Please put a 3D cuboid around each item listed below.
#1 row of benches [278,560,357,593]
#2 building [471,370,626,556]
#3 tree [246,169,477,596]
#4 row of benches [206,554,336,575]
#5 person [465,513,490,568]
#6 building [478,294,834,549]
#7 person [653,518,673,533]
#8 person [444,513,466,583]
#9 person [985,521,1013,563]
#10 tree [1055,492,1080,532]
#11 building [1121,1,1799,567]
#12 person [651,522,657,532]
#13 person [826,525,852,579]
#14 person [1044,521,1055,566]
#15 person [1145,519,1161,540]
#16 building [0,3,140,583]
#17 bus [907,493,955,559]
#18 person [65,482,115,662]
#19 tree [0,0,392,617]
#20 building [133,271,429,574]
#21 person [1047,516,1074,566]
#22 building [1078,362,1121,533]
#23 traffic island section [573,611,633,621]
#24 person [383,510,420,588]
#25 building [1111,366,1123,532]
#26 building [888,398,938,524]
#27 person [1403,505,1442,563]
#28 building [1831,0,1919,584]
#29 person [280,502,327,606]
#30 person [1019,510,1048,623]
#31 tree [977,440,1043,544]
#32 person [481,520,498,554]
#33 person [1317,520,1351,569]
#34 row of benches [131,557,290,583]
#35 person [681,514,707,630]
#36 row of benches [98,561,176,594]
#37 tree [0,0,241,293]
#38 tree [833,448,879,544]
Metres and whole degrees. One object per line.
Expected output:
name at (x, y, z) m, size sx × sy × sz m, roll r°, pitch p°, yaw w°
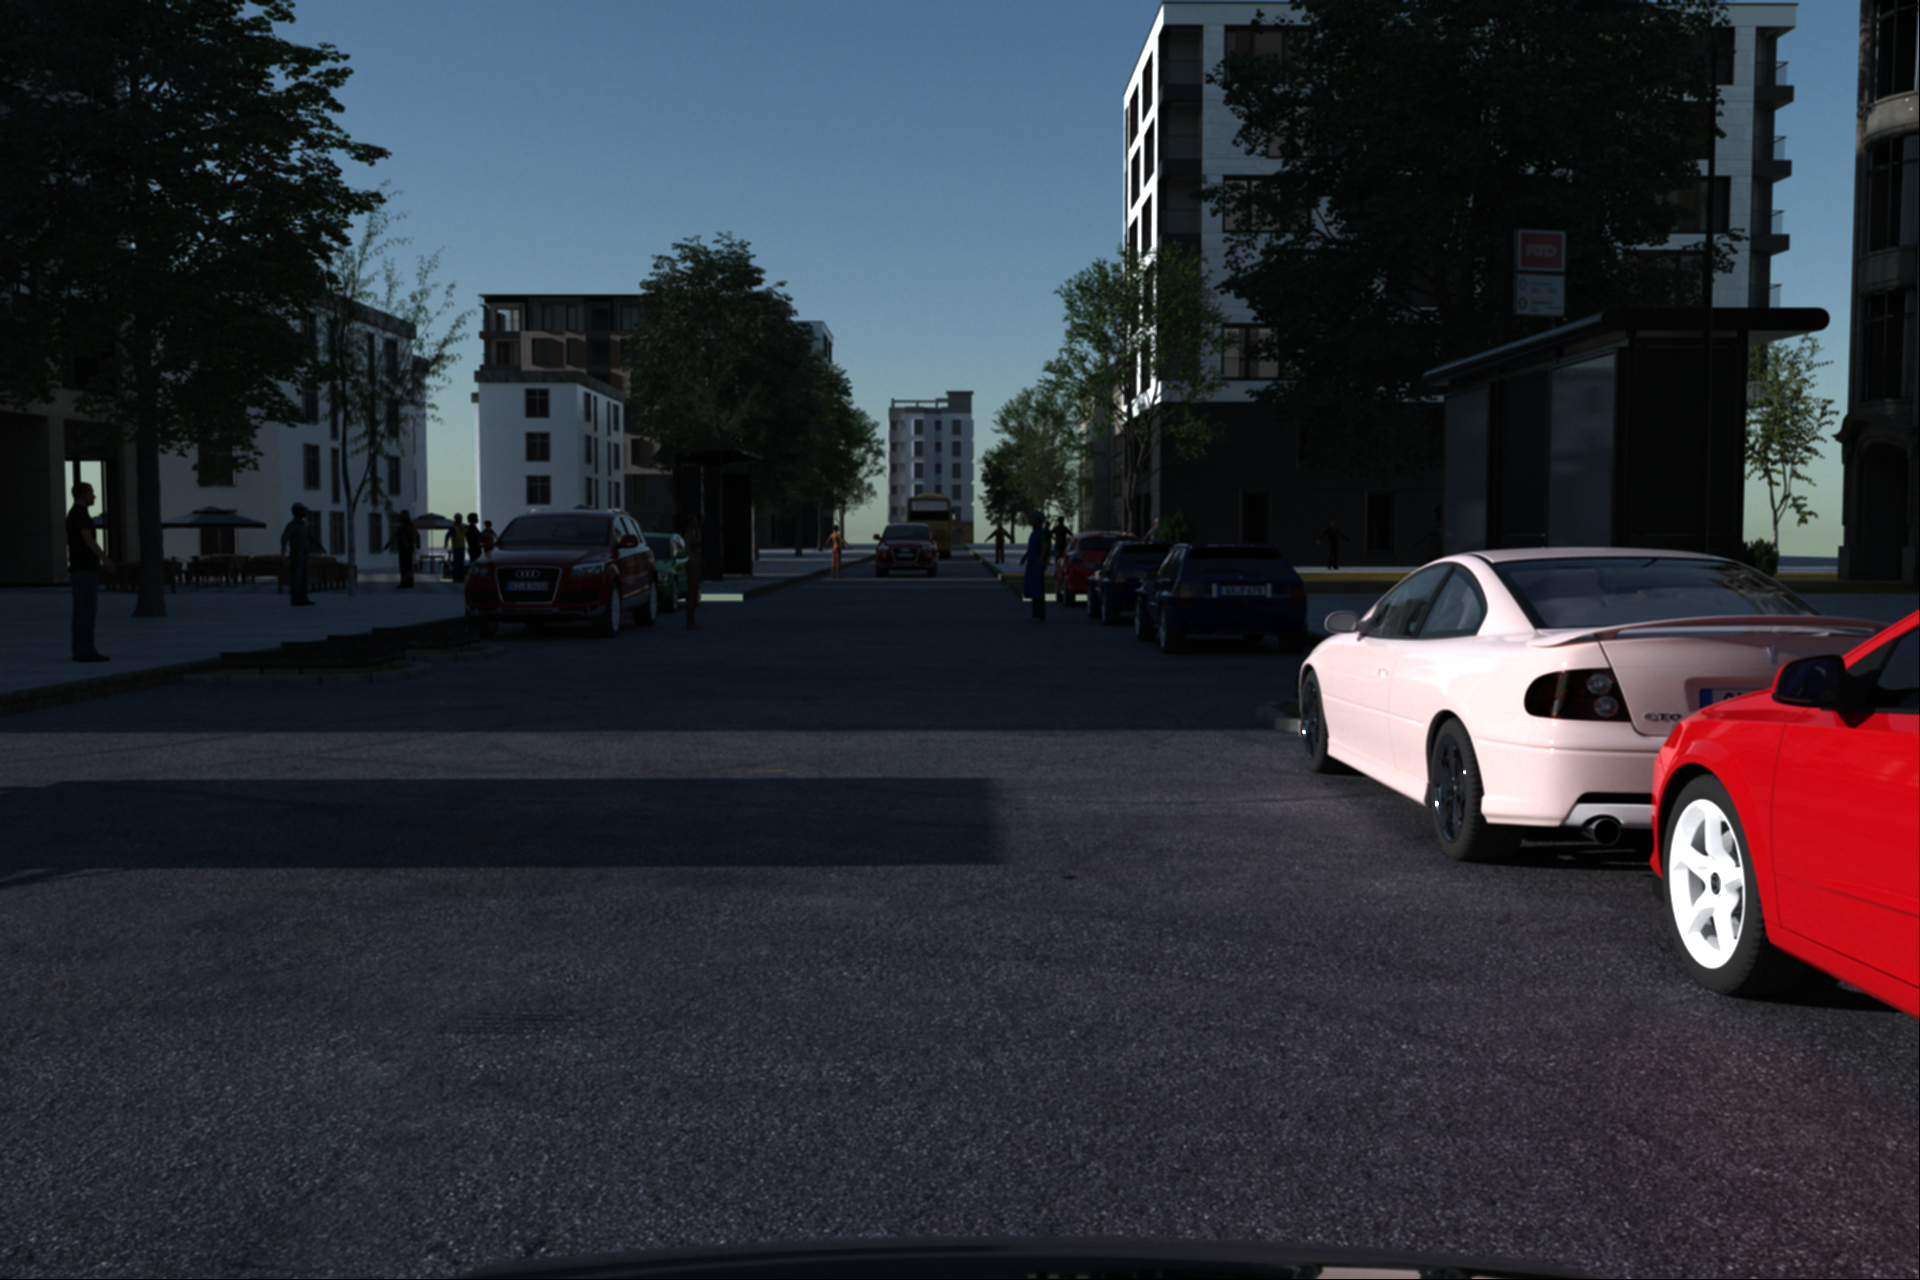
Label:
row of benches at (-14.584, -1.461, 39.352) m, size 1.422 × 0.672 × 4.104 m, roll 0°, pitch 4°, yaw -4°
building at (-24.389, -9.839, 103.013) m, size 9.099 × 9.664 × 28.070 m, roll 0°, pitch 4°, yaw -1°
tree at (-12.865, -5.222, 35.738) m, size 4.360 × 8.622 × 3.978 m, roll 0°, pitch 3°, yaw 0°
row of benches at (-21.775, -2.390, 54.539) m, size 4.104 × 0.672 × 1.422 m, roll 0°, pitch 4°, yaw 3°
person at (-10.438, -1.883, 37.503) m, size 0.721 × 1.740 × 1.216 m, roll -2°, pitch 4°, yaw -33°
building at (-27.057, -19.585, 164.182) m, size 27.936 × 21.610 × 32.646 m, roll 0°, pitch 3°, yaw 0°
person at (-9.865, -3.137, 57.419) m, size 1.348 × 1.813 × 0.705 m, roll -1°, pitch 4°, yaw -17°
person at (-13.150, -2.418, 45.505) m, size 0.705 × 1.833 × 1.349 m, roll 1°, pitch 4°, yaw 22°
person at (1.732, -4.276, 75.673) m, size 1.354 × 1.858 × 0.705 m, roll -2°, pitch 4°, yaw -24°
tree at (14.974, -17.415, 235.090) m, size 4.737 × 8.622 × 4.395 m, roll 0°, pitch 3°, yaw 0°
building at (21.507, -14.638, 83.301) m, size 27.936 × 21.610 × 32.646 m, roll 0°, pitch 4°, yaw -1°
person at (-12.743, -4.003, 71.910) m, size 1.216 × 1.772 × 0.721 m, roll 2°, pitch 4°, yaw 29°
person at (-3.922, -2.851, 55.873) m, size 0.721 × 1.733 × 1.217 m, roll -3°, pitch 5°, yaw -44°
person at (3.598, -3.941, 70.573) m, size 0.704 × 1.812 × 1.346 m, roll -1°, pitch 4°, yaw -21°
person at (7.208, -3.504, 63.143) m, size 1.347 × 1.847 × 0.705 m, roll -1°, pitch 4°, yaw -22°
building at (-31.519, -13.774, 28.406) m, size 19.350 × 26.588 × 34.151 m, roll 0°, pitch 4°, yaw 0°
bus at (-1.761, -6.897, 104.305) m, size 2.896 × 3.916 × 12.252 m, roll 0°, pitch 3°, yaw 0°
person at (-8.795, -0.687, 17.453) m, size 0.705 × 1.803 × 1.348 m, roll -3°, pitch 4°, yaw -38°
tree at (-12.839, -6.653, 26.908) m, size 7.486 × 12.596 × 7.792 m, roll 0°, pitch 3°, yaw 0°
building at (-26.296, -7.788, 69.480) m, size 9.099 × 9.664 × 28.070 m, roll 0°, pitch 3°, yaw 0°
person at (2.954, -2.704, 50.392) m, size 1.347 × 1.806 × 0.705 m, roll 2°, pitch 4°, yaw 31°
building at (22.311, -21.316, 179.437) m, size 19.493 × 23.208 × 18.063 m, roll 0°, pitch 4°, yaw -1°
traffic island section at (-6.488, -0.406, 29.499) m, size 1.991 × 0.108 × 1.994 m, roll 0°, pitch 4°, yaw 0°
person at (-13.148, -2.155, 41.015) m, size 0.705 × 1.856 × 1.354 m, roll 1°, pitch 4°, yaw 17°
building at (24.148, -20.133, 160.111) m, size 19.493 × 23.208 × 18.063 m, roll 0°, pitch 4°, yaw 0°
building at (-9.330, -22.865, 232.715) m, size 11.380 × 20.090 × 16.016 m, roll 0°, pitch 4°, yaw -3°
person at (7.495, -1.254, 27.257) m, size 1.215 × 1.744 × 0.721 m, roll -2°, pitch 4°, yaw -25°
building at (29.002, -12.878, 27.201) m, size 14.369 × 24.946 × 33.146 m, roll 0°, pitch 4°, yaw 0°
person at (-11.847, -1.547, 31.131) m, size 0.704 × 1.849 × 1.345 m, roll 1°, pitch 4°, yaw 11°
person at (1.222, -1.193, 28.084) m, size 0.704 × 1.817 × 1.347 m, roll -1°, pitch 4°, yaw -11°
tree at (7.179, -19.908, 232.151) m, size 9.857 × 13.997 × 8.962 m, roll 0°, pitch 3°, yaw 0°
person at (-18.915, -3.862, 69.289) m, size 1.345 × 1.843 × 0.704 m, roll 2°, pitch 4°, yaw 30°
person at (13.538, -3.461, 62.812) m, size 1.346 × 1.802 × 0.704 m, roll -1°, pitch 4°, yaw -16°
row of benches at (-19.539, -1.835, 45.467) m, size 4.104 × 0.672 × 1.422 m, roll 0°, pitch 4°, yaw -1°
person at (-3.948, -1.028, 26.061) m, size 0.721 × 1.733 × 1.217 m, roll 0°, pitch 4°, yaw -2°
row of benches at (-18.393, -1.413, 38.571) m, size 1.422 × 0.672 × 4.104 m, roll -3°, pitch 5°, yaw -41°
tree at (-12.515, -6.441, 15.674) m, size 12.009 × 13.543 × 11.850 m, roll 0°, pitch 3°, yaw 0°
tree at (-16.226, -19.740, 233.125) m, size 12.009 × 13.543 × 11.850 m, roll 0°, pitch 3°, yaw 0°
